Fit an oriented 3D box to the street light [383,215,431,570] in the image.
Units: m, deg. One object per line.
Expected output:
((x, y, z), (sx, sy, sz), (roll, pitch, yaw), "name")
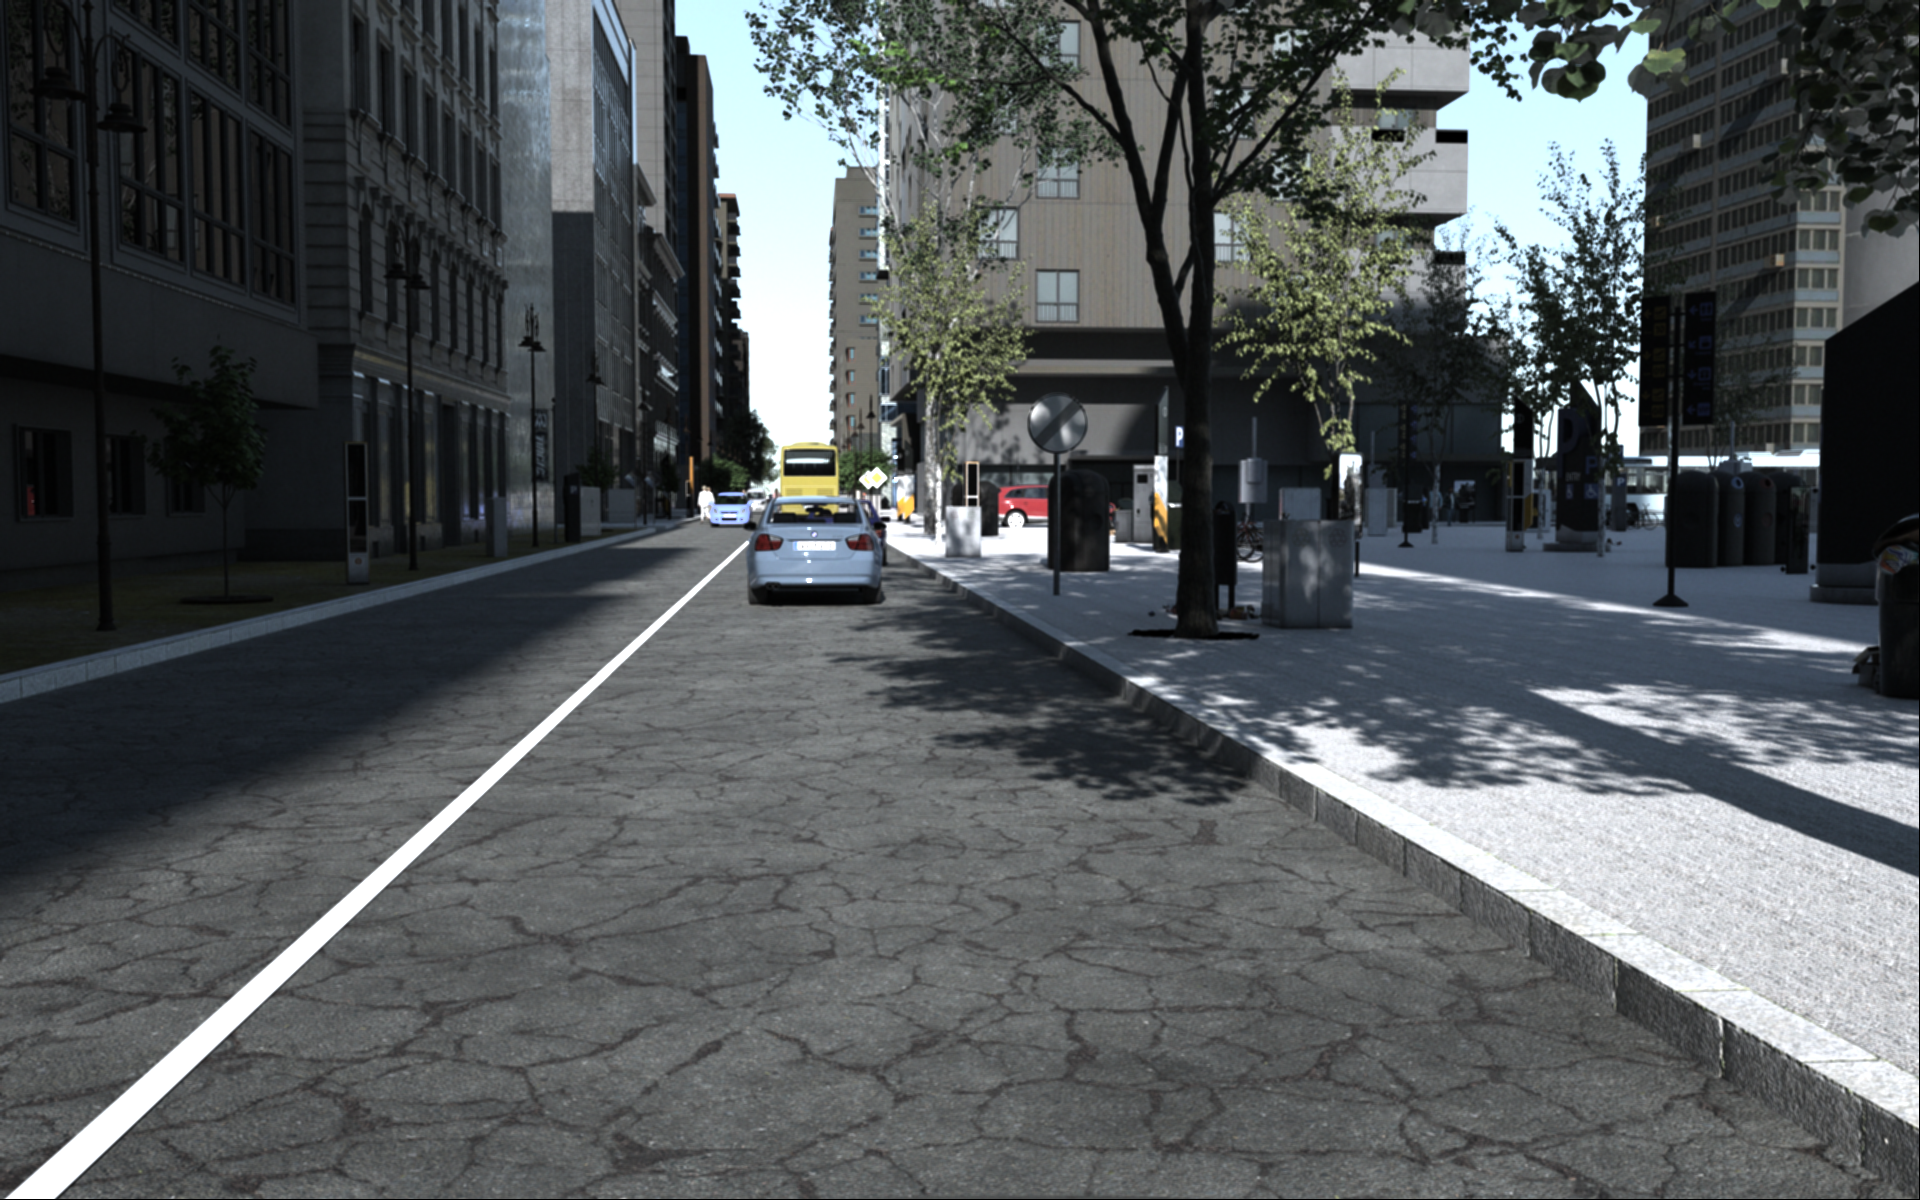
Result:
((-9.223, -3.441, 29.048), (0.468, 5.910, 1.993), (0, 4, -5), "street light")

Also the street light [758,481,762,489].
((-31.373, -18.164, 269.768), (0.468, 5.910, 1.993), (0, 4, -5), "street light")

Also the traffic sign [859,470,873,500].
((-3.836, -4.218, 72.610), (0.795, 2.450, 0.064), (0, 4, -5), "traffic sign")

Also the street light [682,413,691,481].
((-15.618, -7.723, 99.055), (0.468, 5.910, 1.993), (0, 4, -5), "street light")

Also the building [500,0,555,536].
((-22.301, -12.264, 55.268), (16.860, 20.320, 10.420), (0, 4, -5), "building")

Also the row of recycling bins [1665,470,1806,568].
((13.898, -1.466, 31.085), (3.534, 1.692, 1.069), (-2, 4, -34), "row of recycling bins")

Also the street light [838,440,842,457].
((-8.867, -9.767, 132.484), (0.468, 5.910, 1.993), (0, 4, -5), "street light")

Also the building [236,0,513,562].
((-16.961, -11.724, 40.842), (9.793, 20.994, 18.267), (0, 4, -5), "building")

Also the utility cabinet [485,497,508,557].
((-9.555, -1.498, 35.661), (0.306, 1.237, 1.020), (-2, 4, -24), "utility cabinet")

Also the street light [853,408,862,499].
((-5.317, -7.338, 92.763), (0.468, 5.910, 1.993), (0, 4, -5), "street light")

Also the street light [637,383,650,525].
((-13.173, -6.085, 72.285), (0.468, 5.910, 1.993), (0, 4, -5), "street light")

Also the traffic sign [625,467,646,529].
((-11.962, -3.683, 63.866), (0.795, 2.450, 0.064), (0, 4, -5), "traffic sign")

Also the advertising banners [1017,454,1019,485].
((2.458, -4.784, 74.409), (0.090, 3.025, 2.074), (0, 4, 4), "advertising banners")

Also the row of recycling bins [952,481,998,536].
((0.417, -2.889, 54.352), (1.069, 1.692, 3.534), (-1, 4, -12), "row of recycling bins")

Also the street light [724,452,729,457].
((-20.300, -10.749, 148.535), (0.468, 5.910, 1.993), (0, 4, -5), "street light")

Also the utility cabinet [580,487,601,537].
((-11.216, -2.653, 52.058), (0.318, 1.500, 1.173), (1, 4, 18), "utility cabinet")

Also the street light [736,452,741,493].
((-22.686, -12.364, 174.942), (0.468, 5.910, 1.993), (0, 4, -5), "street light")

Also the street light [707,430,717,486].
((-18.042, -9.329, 125.310), (0.468, 5.910, 1.993), (0, 4, -5), "street light")

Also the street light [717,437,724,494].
((-19.323, -10.127, 138.371), (0.468, 5.910, 1.993), (0, 4, -5), "street light")

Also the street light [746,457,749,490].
((-25.097, -13.946, 200.800), (0.468, 5.910, 1.993), (0, 4, -5), "street light")

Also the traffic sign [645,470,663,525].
((-12.695, -4.170, 71.817), (0.795, 2.450, 0.064), (0, 4, -5), "traffic sign")

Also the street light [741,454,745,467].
((-23.863, -13.155, 187.873), (0.468, 5.910, 1.993), (0, 4, -5), "street light")

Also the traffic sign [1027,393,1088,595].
((1.227, -1.334, 21.912), (0.768, 2.556, 0.104), (0, 4, -2), "traffic sign")

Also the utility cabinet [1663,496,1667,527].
((28.100, -3.464, 67.795), (1.020, 1.237, 0.306), (1, 4, 18), "utility cabinet")

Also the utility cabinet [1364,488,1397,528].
((15.967, -3.491, 65.749), (1.173, 1.500, 0.318), (2, 4, 35), "utility cabinet")

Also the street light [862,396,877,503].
((-4.098, -6.547, 79.836), (0.468, 5.910, 1.993), (0, 4, -5), "street light")

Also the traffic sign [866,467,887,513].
((-3.104, -3.732, 64.658), (0.795, 2.450, 0.064), (0, 4, -5), "traffic sign")

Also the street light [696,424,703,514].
((-16.848, -8.513, 111.982), (0.468, 5.910, 1.993), (0, 4, -5), "street light")

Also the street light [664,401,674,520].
((-14.473, -6.932, 86.121), (0.468, 5.910, 1.993), (0, 4, -5), "street light")

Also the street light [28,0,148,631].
((-8.030, -2.650, 16.118), (0.468, 5.910, 1.993), (0, 4, -5), "street light")

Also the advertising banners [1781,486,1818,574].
((14.110, -1.948, 28.031), (2.074, 3.025, 0.090), (-2, 4, -23), "advertising banners")

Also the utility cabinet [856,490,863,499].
((-6.019, -5.840, 104.162), (0.318, 1.500, 1.173), (0, 4, 3), "utility cabinet")

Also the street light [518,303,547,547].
((-10.358, -4.238, 42.077), (0.468, 5.910, 1.993), (0, 4, -5), "street light")

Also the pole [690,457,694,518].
((-14.617, -6.149, 94.379), (0.158, 3.312, 0.155), (0, 3, 0), "pole")

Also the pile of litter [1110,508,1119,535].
((4.988, -2.467, 54.296), (1.719, 0.858, 1.176), (1, 4, 22), "pile of litter")

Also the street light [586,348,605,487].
((-11.559, -5.029, 55.006), (0.468, 5.910, 1.993), (0, 4, -5), "street light")

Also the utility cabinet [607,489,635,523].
((-15.014, -4.163, 76.743), (1.173, 1.500, 0.318), (-1, 4, -18), "utility cabinet")

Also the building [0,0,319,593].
((-17.552, -13.779, 18.792), (14.314, 27.812, 24.014), (0, 4, -5), "building")

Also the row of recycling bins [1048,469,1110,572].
((2.000, -1.407, 30.112), (1.069, 1.692, 3.534), (0, 4, 0), "row of recycling bins")

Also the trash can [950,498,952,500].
((-0.009, -3.278, 65.248), (0.748, 1.137, 0.748), (0, 3, 0), "trash can")

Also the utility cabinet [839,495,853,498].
((-8.096, -6.823, 122.720), (1.020, 1.237, 0.306), (1, 4, 14), "utility cabinet")

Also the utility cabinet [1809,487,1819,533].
((27.899, -2.944, 56.812), (1.173, 1.500, 0.318), (2, 4, 29), "utility cabinet")

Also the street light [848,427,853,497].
((-6.407, -8.129, 105.703), (0.468, 5.910, 1.993), (0, 4, -5), "street light")

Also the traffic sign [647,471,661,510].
((-13.494, -4.546, 76.464), (0.606, 2.300, 0.079), (0, 4, -3), "traffic sign")

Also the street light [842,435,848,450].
((-7.668, -8.954, 119.183), (0.468, 5.910, 1.993), (0, 4, -5), "street light")

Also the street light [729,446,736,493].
((-21.501, -11.573, 162.011), (0.468, 5.910, 1.993), (0, 4, -5), "street light")

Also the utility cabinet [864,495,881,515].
((-5.380, -5.816, 106.256), (1.020, 1.237, 0.306), (-2, 4, -26), "utility cabinet")
